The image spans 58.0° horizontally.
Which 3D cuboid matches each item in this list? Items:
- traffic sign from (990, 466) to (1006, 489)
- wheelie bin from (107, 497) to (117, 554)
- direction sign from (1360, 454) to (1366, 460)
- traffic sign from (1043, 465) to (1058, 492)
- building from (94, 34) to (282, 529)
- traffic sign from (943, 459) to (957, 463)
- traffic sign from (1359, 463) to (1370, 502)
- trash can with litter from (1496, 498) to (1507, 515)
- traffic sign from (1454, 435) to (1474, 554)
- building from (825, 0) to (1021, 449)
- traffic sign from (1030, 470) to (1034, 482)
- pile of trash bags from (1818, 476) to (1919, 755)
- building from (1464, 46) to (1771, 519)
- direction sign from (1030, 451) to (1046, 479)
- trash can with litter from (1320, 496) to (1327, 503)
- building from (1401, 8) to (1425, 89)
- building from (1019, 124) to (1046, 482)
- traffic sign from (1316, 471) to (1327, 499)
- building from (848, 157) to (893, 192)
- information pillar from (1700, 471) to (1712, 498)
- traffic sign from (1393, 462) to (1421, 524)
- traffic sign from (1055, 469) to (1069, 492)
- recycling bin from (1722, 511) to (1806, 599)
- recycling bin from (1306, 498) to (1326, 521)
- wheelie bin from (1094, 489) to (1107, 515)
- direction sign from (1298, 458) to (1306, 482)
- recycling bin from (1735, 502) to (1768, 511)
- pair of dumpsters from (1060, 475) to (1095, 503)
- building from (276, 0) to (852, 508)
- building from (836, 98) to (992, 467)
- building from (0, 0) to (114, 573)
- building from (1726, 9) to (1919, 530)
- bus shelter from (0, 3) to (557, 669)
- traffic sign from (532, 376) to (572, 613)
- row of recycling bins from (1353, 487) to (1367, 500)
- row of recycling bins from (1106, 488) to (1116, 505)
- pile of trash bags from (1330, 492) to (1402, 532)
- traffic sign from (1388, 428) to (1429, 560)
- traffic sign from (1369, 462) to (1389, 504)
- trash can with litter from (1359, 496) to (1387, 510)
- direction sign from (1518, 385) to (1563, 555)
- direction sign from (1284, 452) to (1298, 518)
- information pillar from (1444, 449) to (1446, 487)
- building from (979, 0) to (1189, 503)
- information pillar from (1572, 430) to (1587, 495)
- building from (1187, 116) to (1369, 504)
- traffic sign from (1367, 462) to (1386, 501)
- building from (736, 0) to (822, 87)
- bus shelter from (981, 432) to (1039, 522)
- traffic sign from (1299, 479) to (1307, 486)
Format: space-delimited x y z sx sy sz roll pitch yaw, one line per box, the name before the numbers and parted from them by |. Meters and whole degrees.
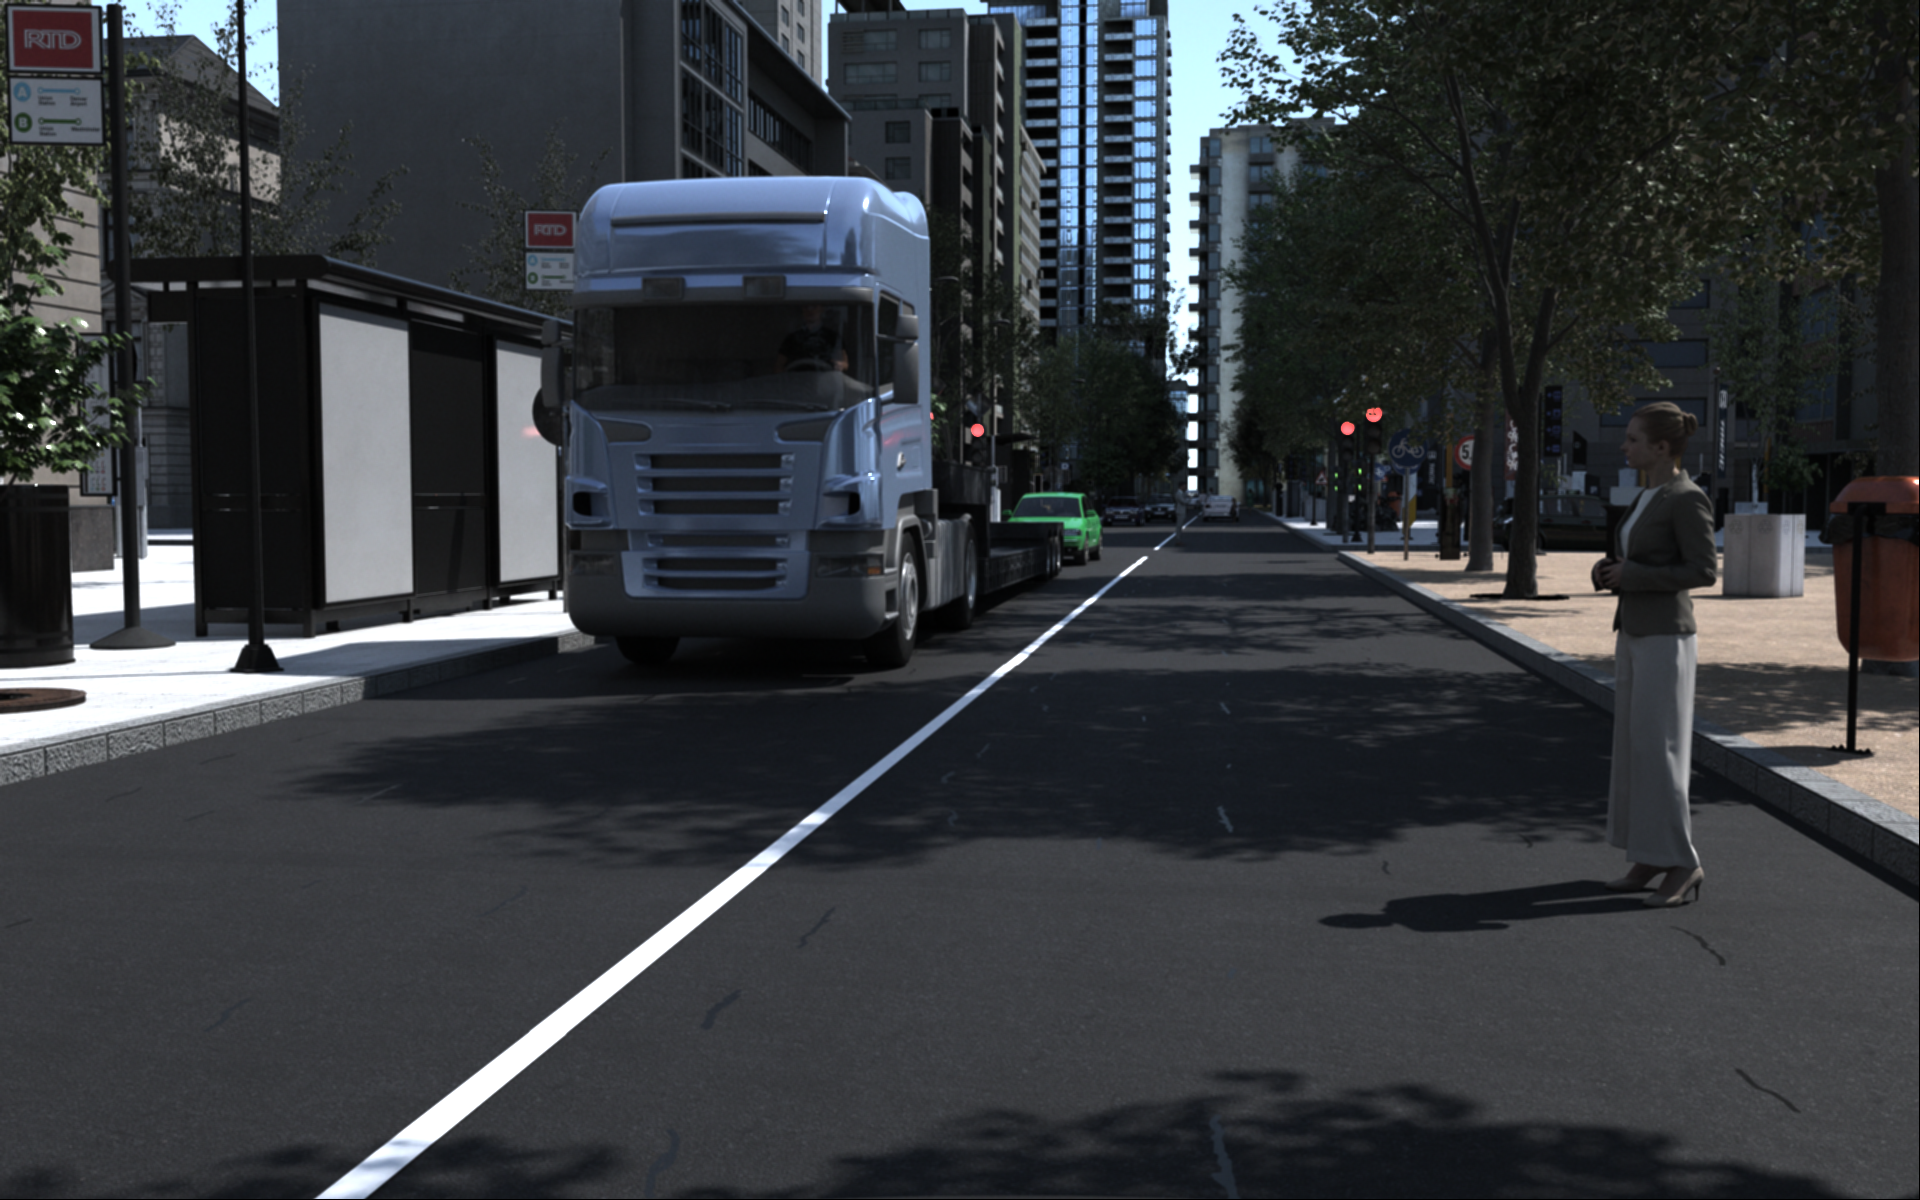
traffic sign | 1.390 -3.758 63.565 0.606 2.300 0.079 1 4 17
wheelie bin | -18.297 -1.766 36.784 0.980 1.594 0.693 -1 4 -10
direction sign | 22.753 -6.500 98.274 0.379 3.537 0.876 -1 4 -22
traffic sign | 4.048 -4.682 76.658 0.768 2.556 0.104 1 4 15
building | -37.222 -12.498 68.973 19.286 19.102 10.561 1 4 9
traffic sign | -0.403 -3.793 62.122 0.768 2.556 0.104 1 4 14
traffic sign | 16.815 -4.361 71.405 0.768 2.556 0.104 1 4 17
trash can with litter | 21.368 -3.455 67.881 0.624 1.170 1.055 -1 4 -20
traffic sign | 10.982 -2.268 37.180 0.768 2.556 0.104 1 4 18
building | -2.714 -28.156 143.942 14.154 41.232 14.086 1 4 9
traffic sign | 3.471 -5.427 88.838 0.768 2.556 0.104 1 4 17
pile of trash bags | 5.302 0.141 7.454 1.912 1.369 3.447 -2 4 -28
building | 38.347 -34.224 101.556 21.231 58.520 28.212 1 4 9
direction sign | 4.028 -6.008 90.225 0.876 3.537 0.379 -1 4 -10
trash can with litter | 20.589 -5.386 99.449 1.055 1.170 0.624 -1 4 -18
building | 52.450 -33.327 164.496 23.786 49.044 30.456 1 4 9
building | -4.203 -29.446 173.327 23.993 40.220 32.217 1 4 9
traffic sign | 19.810 -5.803 94.876 0.884 2.594 0.081 1 4 17
building | -9.004 -16.168 100.504 11.583 22.565 21.152 1 4 9
information pillar | 24.293 -3.178 56.454 0.304 2.012 0.304 3 5 42
traffic sign | 12.368 -2.929 47.989 0.768 2.556 0.104 1 4 16
traffic sign | 4.239 -4.268 71.918 0.606 2.300 0.079 1 4 9
recycling bin | 10.074 -0.560 21.708 0.722 1.027 0.722 -3 4 -39
recycling bin | 16.821 -4.237 81.835 0.722 1.027 0.722 2 4 34
wheelie bin | 8.455 -5.914 104.599 0.693 1.594 0.980 -3 5 -40
direction sign | 21.249 -7.132 108.606 0.876 3.537 0.379 2 4 27
recycling bin | 24.674 -2.537 54.033 0.722 1.027 0.722 -3 4 -38
pair of dumpsters | 5.833 -5.129 86.345 1.574 2.255 4.437 1 4 9
building | -14.667 -15.622 74.482 14.314 24.678 30.058 1 4 9
building | -5.508 -21.943 130.463 14.160 30.474 14.107 1 4 9
building | -27.141 -13.913 24.736 25.104 27.353 12.463 1 4 9
building | 43.929 -24.914 61.965 28.867 44.769 22.147 1 4 9
bus shelter | -6.328 -2.395 16.788 2.179 5.291 8.768 1 4 9
traffic sign | -4.254 -1.136 18.673 0.768 2.556 0.104 1 4 11
row of recycling bins | 21.489 -5.293 93.652 1.069 1.692 3.534 1 4 10
row of recycling bins | 9.467 -6.453 112.617 1.069 1.692 3.534 0 4 -5
pile of trash bags | 14.341 -3.067 59.903 1.912 1.369 3.447 3 5 41
traffic sign | 8.655 -2.044 33.526 0.768 2.556 0.104 1 4 10
traffic sign | 17.064 -4.332 70.839 0.884 2.594 0.081 1 4 13
trash can with litter | 15.463 -3.304 65.408 1.055 1.170 0.624 2 4 33
direction sign | 12.140 -2.711 36.329 0.876 3.537 0.379 1 4 19
direction sign | 17.758 -6.217 93.649 0.379 3.537 0.876 -1 4 -17
information pillar | 25.245 -6.020 89.788 0.504 3.616 0.183 -3 5 -44
building | 14.360 -55.851 225.827 31.000 86.520 22.319 1 4 9
information pillar | 22.468 -4.375 62.883 0.504 3.616 0.183 1 4 23
building | 44.810 -36.894 222.826 30.456 49.044 23.786 1 4 9
traffic sign | 16.770 -4.267 69.870 0.768 2.556 0.104 1 4 10
building | -26.238 -45.433 181.076 20.611 71.187 20.563 1 4 9
bus shelter | 1.963 -4.761 69.130 1.731 3.624 6.357 1 4 9
traffic sign | 21.669 -6.754 110.427 0.884 2.594 0.081 1 4 15
